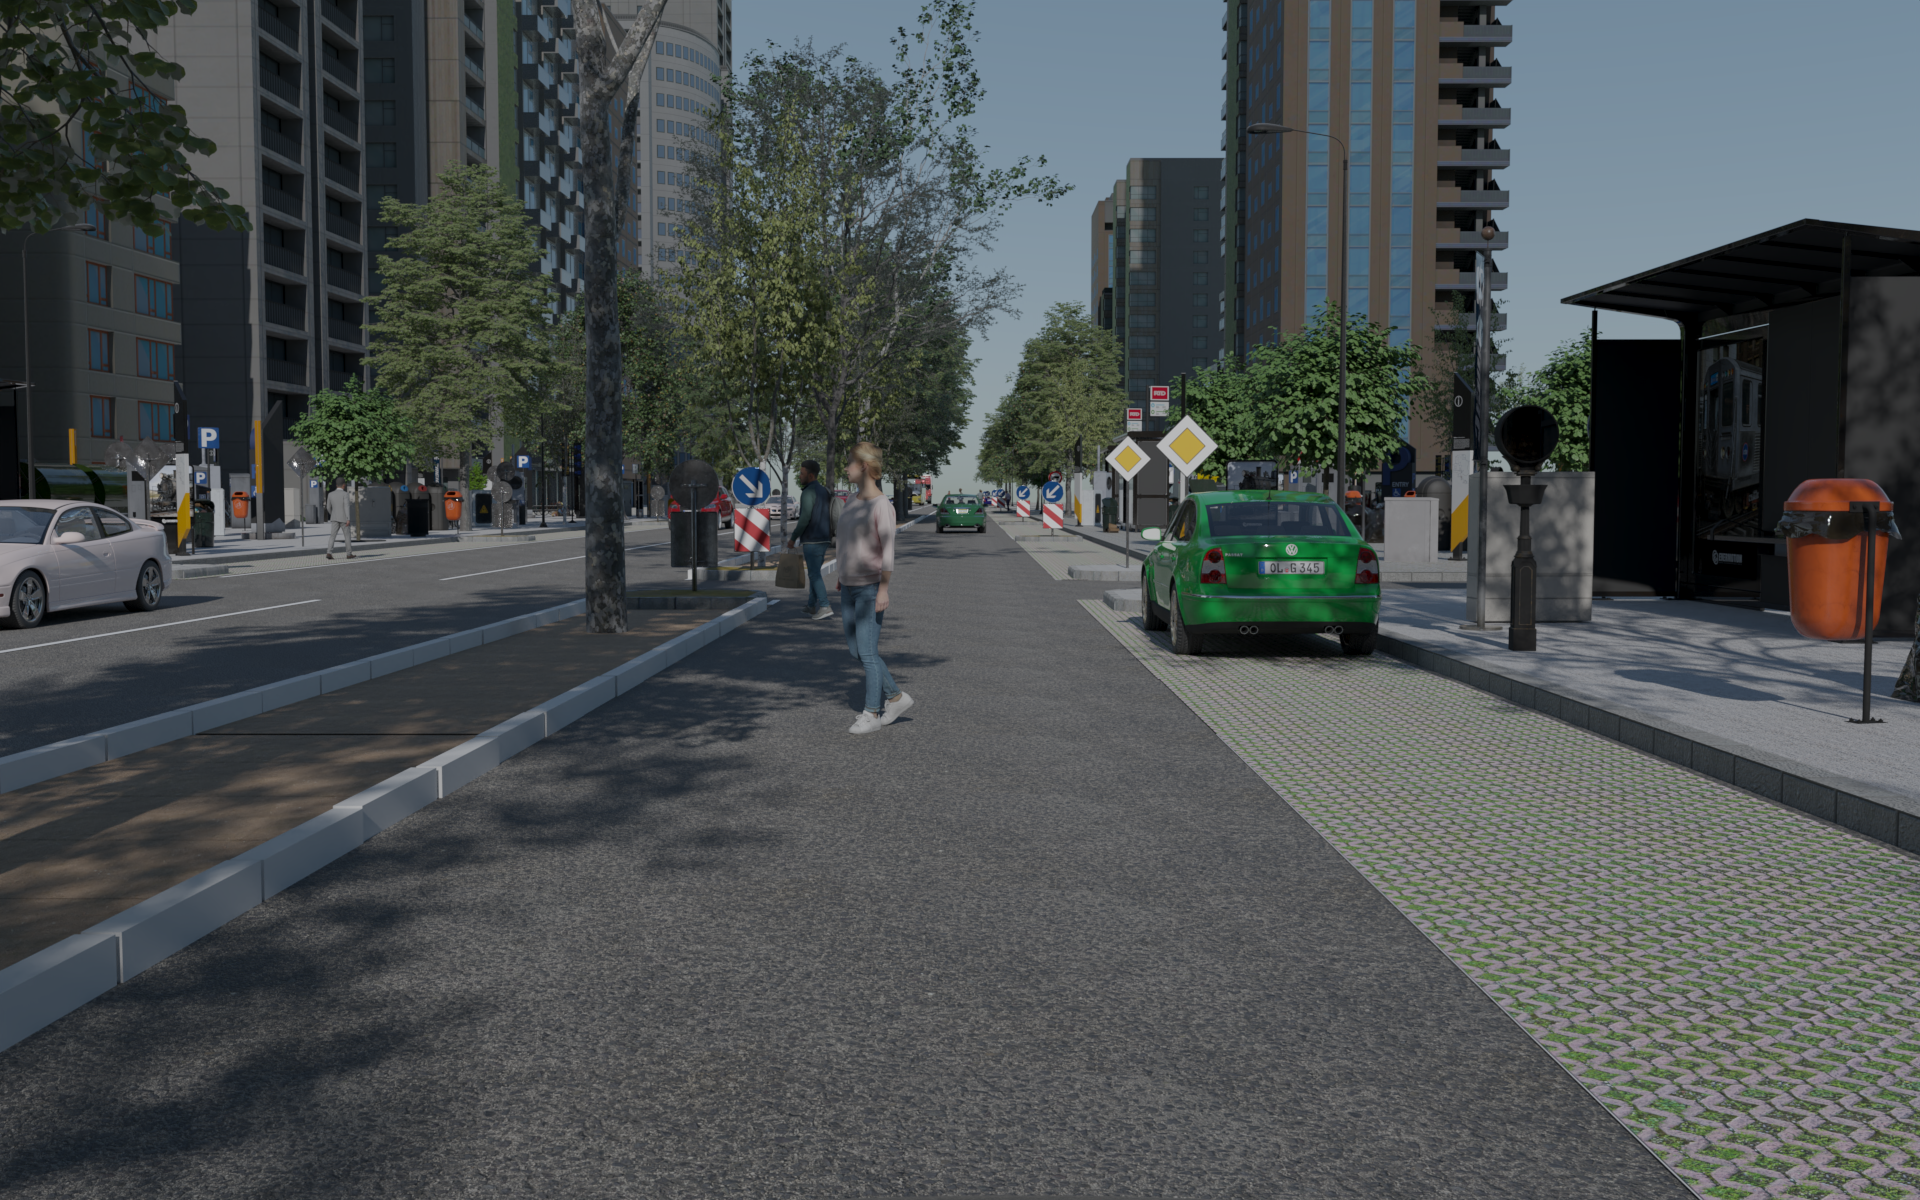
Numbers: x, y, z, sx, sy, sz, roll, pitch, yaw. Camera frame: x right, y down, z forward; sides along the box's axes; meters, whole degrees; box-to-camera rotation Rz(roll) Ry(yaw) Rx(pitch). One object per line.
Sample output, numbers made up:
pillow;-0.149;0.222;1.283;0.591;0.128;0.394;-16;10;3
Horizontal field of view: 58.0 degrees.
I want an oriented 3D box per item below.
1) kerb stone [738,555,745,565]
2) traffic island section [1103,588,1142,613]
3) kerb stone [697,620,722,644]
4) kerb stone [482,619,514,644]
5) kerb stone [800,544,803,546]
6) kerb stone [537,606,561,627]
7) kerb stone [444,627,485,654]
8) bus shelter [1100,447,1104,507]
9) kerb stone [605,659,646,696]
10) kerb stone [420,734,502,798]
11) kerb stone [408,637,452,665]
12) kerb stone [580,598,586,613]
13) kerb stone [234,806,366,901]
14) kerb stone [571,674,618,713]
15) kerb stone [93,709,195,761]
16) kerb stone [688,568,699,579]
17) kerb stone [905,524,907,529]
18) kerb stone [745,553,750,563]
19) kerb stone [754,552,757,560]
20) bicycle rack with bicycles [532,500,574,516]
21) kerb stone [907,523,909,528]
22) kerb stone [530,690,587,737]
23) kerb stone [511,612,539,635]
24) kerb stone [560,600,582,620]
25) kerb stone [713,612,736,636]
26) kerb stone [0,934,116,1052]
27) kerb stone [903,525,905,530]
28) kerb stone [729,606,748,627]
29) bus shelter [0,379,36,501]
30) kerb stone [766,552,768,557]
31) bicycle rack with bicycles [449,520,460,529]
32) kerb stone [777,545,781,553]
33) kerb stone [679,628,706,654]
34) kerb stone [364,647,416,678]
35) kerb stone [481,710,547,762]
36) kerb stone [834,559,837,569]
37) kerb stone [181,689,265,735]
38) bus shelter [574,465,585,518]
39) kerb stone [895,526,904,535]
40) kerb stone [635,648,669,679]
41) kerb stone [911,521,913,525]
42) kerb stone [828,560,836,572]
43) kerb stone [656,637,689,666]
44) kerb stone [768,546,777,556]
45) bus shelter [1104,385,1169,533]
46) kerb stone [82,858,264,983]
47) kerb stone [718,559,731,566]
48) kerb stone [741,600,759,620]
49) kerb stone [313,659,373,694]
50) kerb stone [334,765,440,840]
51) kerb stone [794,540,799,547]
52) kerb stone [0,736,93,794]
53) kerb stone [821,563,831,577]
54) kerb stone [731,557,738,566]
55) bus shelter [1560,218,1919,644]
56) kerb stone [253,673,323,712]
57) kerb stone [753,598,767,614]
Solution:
kerb stone;-4.506;-0.771;34.858;0.120;0.150;1.000;0;4;0
traffic island section;2.889;0.017;22.006;2.009;0.180;2.903;0;4;0
kerb stone;-2.474;0.330;16.868;0.120;0.150;1.000;0;4;0
kerb stone;-4.569;0.324;16.901;0.120;0.150;1.000;0;4;0
kerb stone;-4.459;-1.589;48.176;0.120;0.150;1.000;0;4;0
kerb stone;-4.568;0.204;18.946;0.120;0.150;1.000;0;4;0
kerb stone;-4.582;0.387;15.875;0.120;0.150;1.000;0;4;0
bus shelter;7.401;-6.161;78.356;2.179;5.291;8.768;0;4;0
kerb stone;-2.482;0.579;12.755;0.120;0.150;1.000;0;4;0
kerb stone;-2.499;0.829;8.659;0.120;0.150;1.000;0;4;0
kerb stone;-4.585;0.451;14.846;0.120;0.150;1.000;0;4;0
kerb stone;-4.559;0.074;20.991;0.120;0.150;1.000;0;4;0
kerb stone;-2.509;0.959;6.600;0.120;0.150;1.000;0;4;0
kerb stone;-2.498;0.644;11.733;0.120;0.150;1.000;0;4;0
kerb stone;-4.602;0.762;9.735;0.120;0.150;1.000;0;4;0
kerb stone;-4.529;-0.460;29.727;0.120;0.150;1.000;0;4;0
kerb stone;-2.279;-2.844;68.696;0.120;0.150;1.000;0;4;0
kerb stone;-4.499;-0.835;35.882;0.120;0.150;1.000;0;4;0
kerb stone;-4.497;-0.900;36.904;0.120;0.150;1.000;0;4;0
bicycle rack with bicycles;-24.589;-5.489;103.127;2.925;0.926;2.852;0;4;-4
kerb stone;-2.281;-2.966;70.751;0.120;0.150;1.000;0;4;0
kerb stone;-2.495;0.702;10.711;0.120;0.150;1.000;0;4;0
kerb stone;-4.571;0.261;17.923;0.120;0.150;1.000;0;4;0
kerb stone;-4.556;0.139;19.969;0.120;0.150;1.000;0;4;0
kerb stone;-2.463;0.263;17.894;0.120;0.150;1.000;0;4;0
kerb stone;-2.521;1.079;4.549;0.120;0.150;1.000;0;4;0
kerb stone;-2.289;-2.716;66.640;0.120;0.150;1.000;0;4;0
kerb stone;-2.466;0.201;18.916;0.120;0.150;1.000;0;4;0
bus shelter;-20.404;-2.592;33.654;1.731;3.624;6.357;0;3;0
kerb stone;-4.499;-1.023;38.948;0.120;0.150;1.000;0;4;0
bicycle rack with bicycles;-19.440;-3.089;63.882;2.852;0.926;2.925;0;4;7
kerb stone;-4.479;-1.212;42.014;0.120;0.150;1.000;0;4;0
kerb stone;-2.478;0.392;15.833;0.120;0.150;1.000;0;4;0
kerb stone;-4.586;0.512;13.824;0.120;0.150;1.000;0;4;0
kerb stone;-2.507;0.766;9.686;0.120;0.150;1.000;0;4;0
kerb stone;-2.411;-0.649;32.820;0.120;0.150;1.000;0;4;0
kerb stone;-4.599;0.700;10.757;0.120;0.150;1.000;0;4;0
bus shelter;-19.449;-6.291;94.148;1.731;3.624;6.357;0;4;0
kerb stone;-2.298;-2.649;65.606;0.120;0.150;1.000;0;4;0
kerb stone;-2.485;0.519;13.782;0.120;0.150;1.000;0;4;0
kerb stone;-2.255;-3.283;75.876;0.120;0.150;1.000;0;4;0
kerb stone;-2.418;-0.587;31.794;0.120;0.150;1.000;0;4;0
kerb stone;-2.481;0.452;14.804;0.120;0.150;1.000;0;4;0
kerb stone;-4.497;-1.150;40.992;0.120;0.150;1.000;0;4;0
bus shelter;6.644;-5.137;61.619;2.179;5.291;8.768;0;4;0
kerb stone;-2.511;1.017;5.572;0.120;0.150;1.000;0;4;0
kerb stone;-4.519;-0.647;32.813;0.120;0.150;1.000;0;4;0
kerb stone;-2.462;0.140;19.949;0.120;0.150;1.000;0;4;0
kerb stone;-4.592;0.576;12.802;0.120;0.150;1.000;0;4;0
kerb stone;-2.517;0.891;7.626;0.120;0.150;1.000;0;4;0
kerb stone;-4.470;-1.463;46.116;0.120;0.150;1.000;0;4;0
kerb stone;-4.605;0.825;8.704;0.120;0.150;1.000;0;4;0
kerb stone;-2.428;-0.525;30.772;0.120;0.150;1.000;0;4;0
kerb stone;-4.516;-0.712;33.836;0.120;0.150;1.000;0;4;0
bus shelter;8.072;-1.627;17.892;1.731;3.624;6.357;0;4;0
kerb stone;-4.600;0.637;11.780;0.120;0.150;1.000;0;4;0
kerb stone;-2.460;0.075;20.986;0.120;0.150;1.000;0;4;0
